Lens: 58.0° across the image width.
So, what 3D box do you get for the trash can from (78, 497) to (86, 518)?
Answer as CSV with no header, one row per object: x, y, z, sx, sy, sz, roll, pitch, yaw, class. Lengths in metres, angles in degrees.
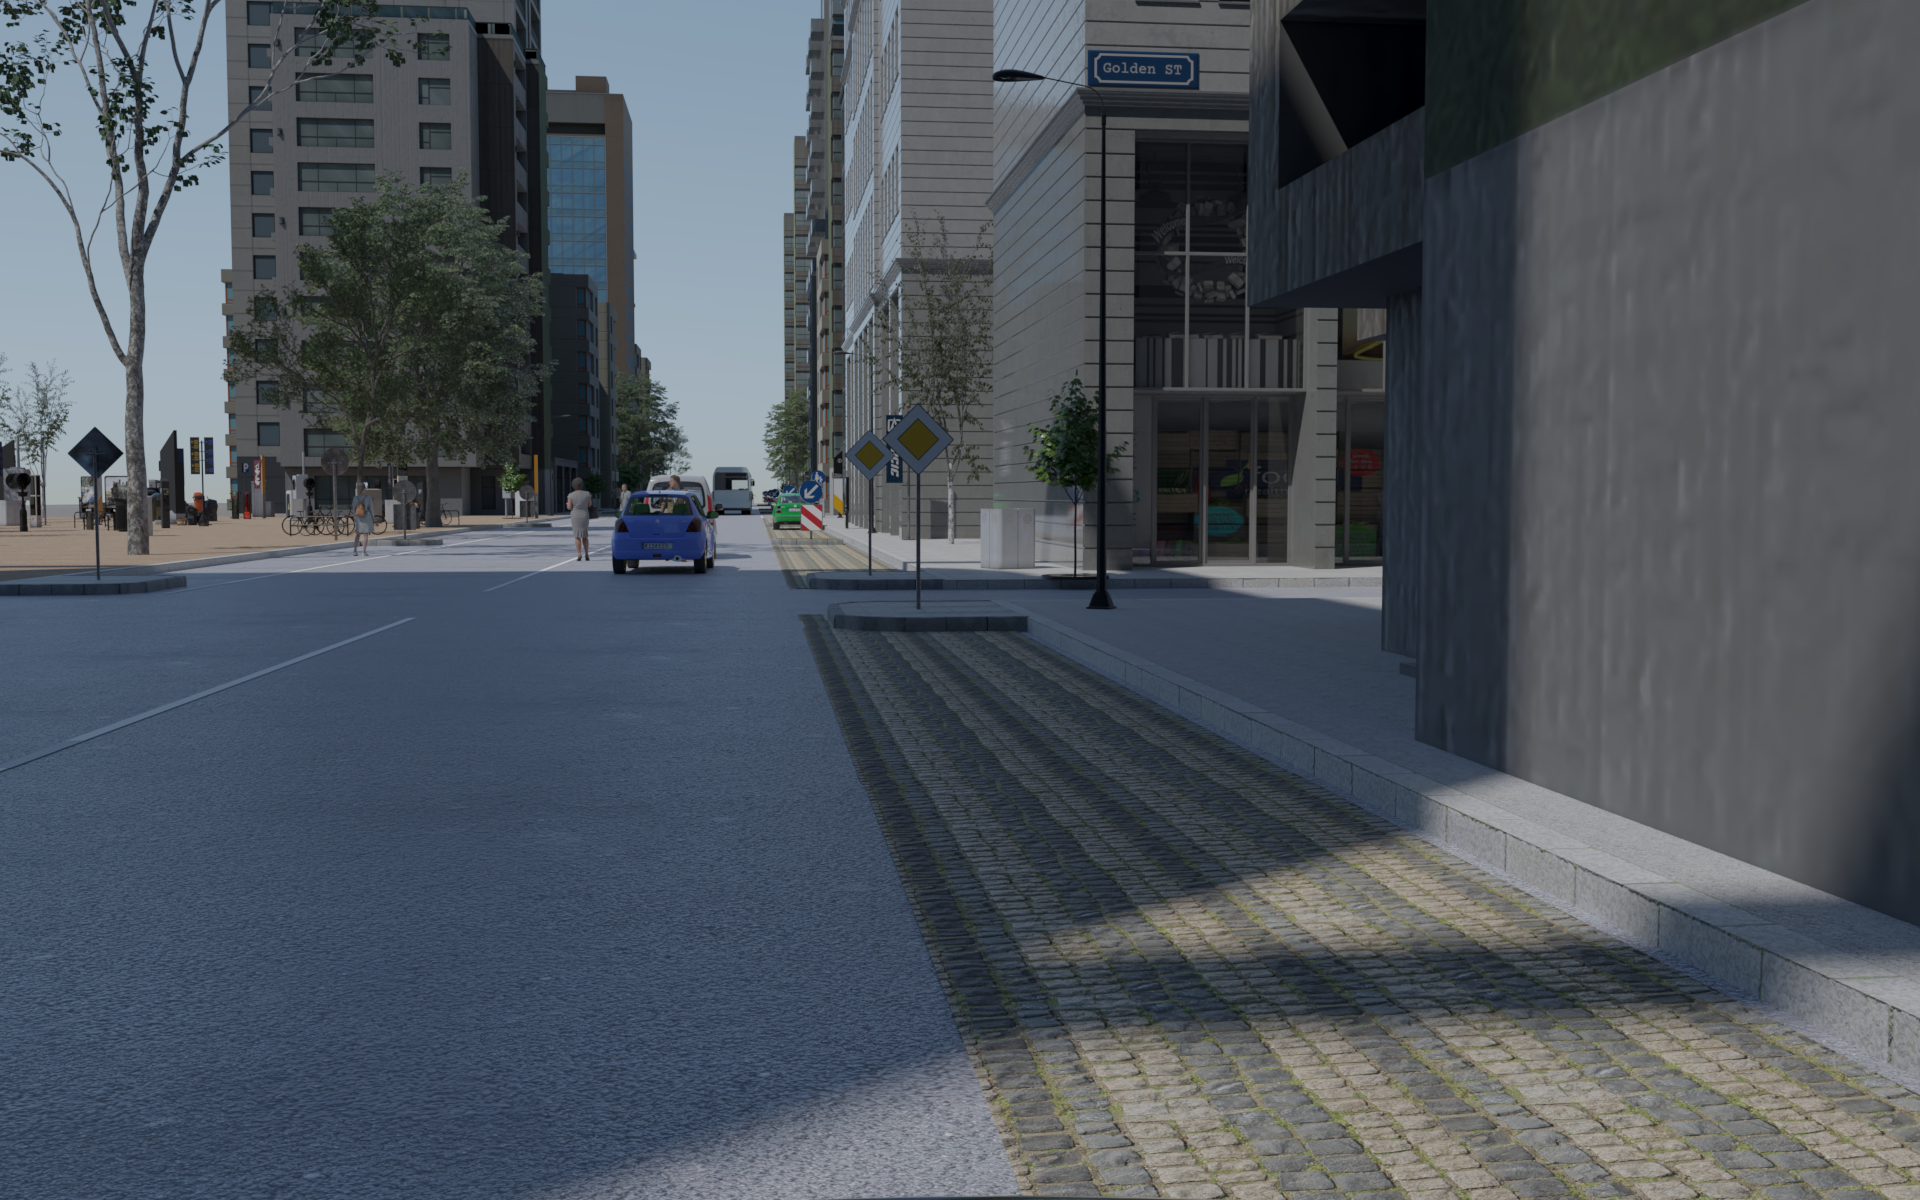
-44.568,-4.687,88.282,0.748,1.137,0.748,0,3,0,trash can

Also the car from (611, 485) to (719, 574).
-5.519,-1.399,32.463,1.945,1.707,3.694,0,4,-5,car

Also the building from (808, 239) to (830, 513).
2.626,-17.651,133.627,27.650,21.520,28.899,0,4,-7,building

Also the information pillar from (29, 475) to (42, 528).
-35.438,-3.784,66.359,0.304,2.012,0.304,0,4,6,information pillar

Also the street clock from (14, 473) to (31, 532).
-31.813,-3.317,58.803,0.358,2.002,0.471,2,4,35,street clock

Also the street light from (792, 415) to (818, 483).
-8.962,-7.914,101.936,1.470,5.913,1.316,0,4,-7,street light

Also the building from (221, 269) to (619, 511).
-44.629,-18.599,149.132,27.650,21.520,28.899,0,4,-7,building

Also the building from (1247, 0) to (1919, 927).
9.094,-14.637,11.020,14.160,30.474,14.107,0,4,-7,building

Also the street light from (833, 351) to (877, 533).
-3.406,-5.129,56.396,1.470,5.913,1.316,0,4,-7,street light

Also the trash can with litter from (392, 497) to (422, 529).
-20.273,-3.184,63.441,1.055,1.170,0.624,0,4,2,trash can with litter

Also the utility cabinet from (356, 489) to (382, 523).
-25.379,-4.020,74.400,0.318,1.500,1.173,2,4,29,utility cabinet

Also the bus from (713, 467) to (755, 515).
-16.141,-7.863,123.423,2.948,3.499,13.247,0,4,-6,bus

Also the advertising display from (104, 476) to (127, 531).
-29.455,-3.387,60.597,0.974,1.923,0.123,1,4,12,advertising display

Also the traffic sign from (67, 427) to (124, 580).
-12.882,-1.358,25.843,0.795,2.450,0.064,0,4,-7,traffic sign

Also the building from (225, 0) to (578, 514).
-38.373,-41.857,122.614,20.563,71.187,20.611,0,4,-7,building

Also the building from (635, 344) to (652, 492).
-52.546,-22.434,211.830,27.650,21.520,28.899,0,4,-7,building

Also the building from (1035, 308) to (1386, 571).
16.035,-15.760,35.175,29.804,29.767,11.434,0,4,-7,building

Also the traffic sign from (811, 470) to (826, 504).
-7.558,-5.663,92.694,0.768,2.556,0.104,0,4,1,traffic sign

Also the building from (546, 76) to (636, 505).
-43.126,-32.995,189.586,14.600,45.320,14.200,0,4,-7,building

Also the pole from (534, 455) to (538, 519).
-22.114,-5.905,90.385,0.158,3.312,0.155,0,3,0,pole

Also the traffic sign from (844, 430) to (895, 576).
-1.417,-1.440,27.191,0.795,2.450,0.064,0,4,-7,traffic sign

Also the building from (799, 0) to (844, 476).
-3.020,-33.196,162.365,23.786,49.044,30.456,0,4,-7,building

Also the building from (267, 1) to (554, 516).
-33.133,-20.476,106.483,14.160,30.474,14.107,0,4,-7,building

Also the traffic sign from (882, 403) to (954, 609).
-0.467,-0.955,19.263,0.795,2.450,0.064,0,4,-7,traffic sign

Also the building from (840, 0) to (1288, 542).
1.930,-17.509,63.766,11.434,29.767,29.804,0,4,-7,building

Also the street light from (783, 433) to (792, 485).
-12.427,-9.707,131.257,1.470,5.913,1.316,0,4,-7,street light

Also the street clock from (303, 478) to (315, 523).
-29.134,-4.466,77.591,0.358,2.002,0.471,3,4,37,street clock

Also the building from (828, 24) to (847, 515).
-1.491,-20.767,111.247,14.160,30.474,14.107,0,4,-7,building

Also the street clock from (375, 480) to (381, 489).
-29.142,-5.026,86.742,0.358,2.002,0.471,-1,4,-8,street clock

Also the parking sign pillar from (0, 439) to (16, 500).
-47.318,-5.938,85.562,1.447,3.967,1.447,-1,4,-11,parking sign pillar

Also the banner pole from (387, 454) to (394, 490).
-29.899,-6.176,90.999,0.401,3.779,0.863,1,4,9,banner pole

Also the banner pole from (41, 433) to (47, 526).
-37.272,-4.924,70.531,0.401,3.779,0.863,-2,4,-34,banner pole

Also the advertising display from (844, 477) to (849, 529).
-4.223,-3.630,64.557,0.123,1.923,0.974,0,4,-8,advertising display

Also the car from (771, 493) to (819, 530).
-6.677,-3.750,70.114,1.959,1.807,4.718,0,4,-6,car

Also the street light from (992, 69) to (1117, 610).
1.046,-2.852,19.177,1.470,5.913,1.316,0,4,-7,street light

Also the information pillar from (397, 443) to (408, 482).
-25.323,-5.338,78.632,0.183,3.616,0.504,3,5,42,information pillar

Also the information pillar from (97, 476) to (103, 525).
-35.778,-4.925,71.881,0.183,3.616,0.504,0,4,1,information pillar

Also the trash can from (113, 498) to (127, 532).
-28.411,-2.893,58.959,0.748,1.137,0.748,0,3,0,trash can

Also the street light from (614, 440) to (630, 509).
-28.873,-10.715,147.736,1.470,5.913,1.316,0,4,-7,street light

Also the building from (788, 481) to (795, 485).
-7.251,-33.288,236.132,32.217,40.220,23.993,0,4,-7,building

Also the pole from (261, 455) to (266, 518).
-36.577,-5.939,90.941,0.158,3.312,0.155,0,3,0,pole

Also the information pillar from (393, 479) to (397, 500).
-27.137,-4.831,83.486,0.304,2.012,0.304,-1,4,-10,information pillar

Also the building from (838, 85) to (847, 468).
1.362,-18.192,90.939,14.314,27.812,24.014,0,4,-7,building

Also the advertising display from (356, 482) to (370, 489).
-31.328,-5.241,90.897,0.974,1.923,0.123,2,4,33,advertising display

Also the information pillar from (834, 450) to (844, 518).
-6.503,-6.203,92.776,0.504,3.616,0.183,0,4,6,information pillar

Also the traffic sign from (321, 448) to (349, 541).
-17.222,-2.913,47.732,0.768,2.556,0.104,0,4,-2,traffic sign

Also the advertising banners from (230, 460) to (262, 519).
-36.400,-5.635,88.320,2.074,3.025,0.090,1,4,20,advertising banners

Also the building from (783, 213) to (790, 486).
-18.775,-34.893,254.095,14.154,41.232,14.086,0,4,-7,building

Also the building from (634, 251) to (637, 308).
-57.426,-33.360,237.320,32.217,40.220,23.993,0,4,-7,building

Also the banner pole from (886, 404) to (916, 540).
-1.657,-3.556,48.150,0.863,3.779,0.401,0,4,-2,banner pole

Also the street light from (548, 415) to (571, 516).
-23.532,-7.902,101.739,1.470,5.913,1.316,0,4,-7,street light

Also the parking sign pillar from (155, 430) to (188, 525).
-33.407,-5.198,73.459,1.447,3.967,1.447,3,5,40,parking sign pillar

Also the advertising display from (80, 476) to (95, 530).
-31.128,-3.468,61.923,0.974,1.923,0.123,3,4,37,advertising display

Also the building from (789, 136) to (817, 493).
-12.245,-31.669,201.387,14.154,41.232,14.086,0,4,-7,building
